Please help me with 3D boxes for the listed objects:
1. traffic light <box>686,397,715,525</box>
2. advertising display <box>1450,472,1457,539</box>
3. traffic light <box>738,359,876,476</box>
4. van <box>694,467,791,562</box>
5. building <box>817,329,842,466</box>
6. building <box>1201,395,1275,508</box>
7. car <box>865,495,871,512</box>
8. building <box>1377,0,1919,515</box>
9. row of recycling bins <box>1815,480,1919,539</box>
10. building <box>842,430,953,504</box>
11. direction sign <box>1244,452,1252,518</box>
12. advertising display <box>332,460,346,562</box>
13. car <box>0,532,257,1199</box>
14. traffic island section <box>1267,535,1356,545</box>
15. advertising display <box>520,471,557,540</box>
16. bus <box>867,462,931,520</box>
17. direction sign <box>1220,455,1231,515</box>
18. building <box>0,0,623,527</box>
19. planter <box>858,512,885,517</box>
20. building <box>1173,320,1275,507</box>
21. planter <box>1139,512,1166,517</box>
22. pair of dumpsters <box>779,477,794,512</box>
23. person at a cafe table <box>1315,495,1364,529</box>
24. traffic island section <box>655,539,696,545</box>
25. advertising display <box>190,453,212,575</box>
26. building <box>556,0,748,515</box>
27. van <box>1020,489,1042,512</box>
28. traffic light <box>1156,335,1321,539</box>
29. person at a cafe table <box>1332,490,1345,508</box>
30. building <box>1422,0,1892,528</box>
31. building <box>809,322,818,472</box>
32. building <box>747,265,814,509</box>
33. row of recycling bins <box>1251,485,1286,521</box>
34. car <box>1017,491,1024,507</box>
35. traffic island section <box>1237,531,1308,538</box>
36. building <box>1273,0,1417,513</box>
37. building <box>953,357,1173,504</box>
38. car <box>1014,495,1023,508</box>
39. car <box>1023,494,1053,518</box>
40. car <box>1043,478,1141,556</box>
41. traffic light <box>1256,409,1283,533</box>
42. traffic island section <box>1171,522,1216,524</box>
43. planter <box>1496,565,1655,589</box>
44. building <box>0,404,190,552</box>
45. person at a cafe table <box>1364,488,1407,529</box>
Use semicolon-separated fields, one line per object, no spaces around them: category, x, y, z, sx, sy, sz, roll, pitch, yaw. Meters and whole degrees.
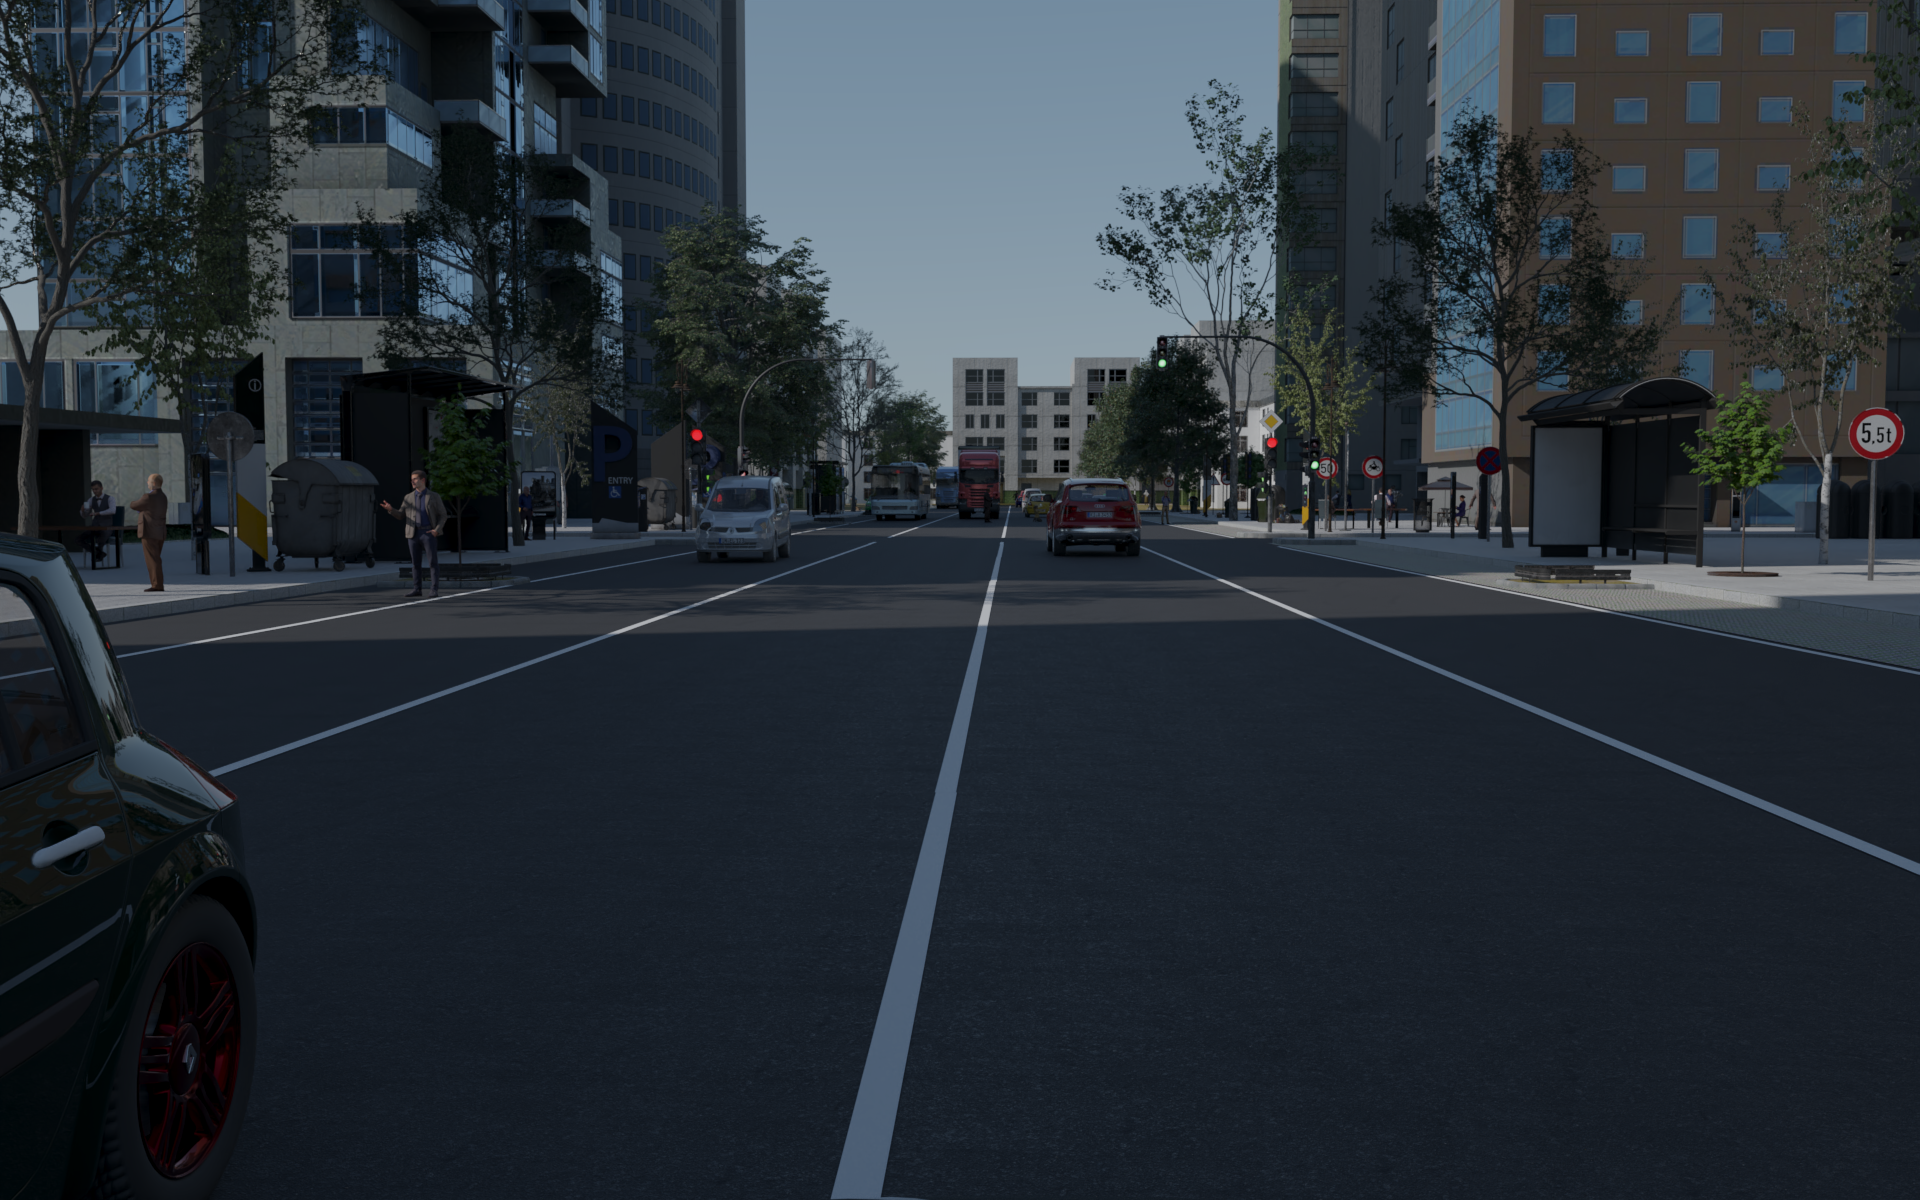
traffic light;-7.541;-3.748;50.194;0.839;4.253;0.868;0;4;2
advertising display;14.277;-2.749;50.160;0.123;1.923;0.974;1;4;13
traffic light;-5.204;-5.106;58.147;4.771;5.953;1.251;0;4;2
van;-4.690;-1.882;37.787;2.013;2.044;4.112;0;4;1
building;-29.768;-20.039;194.094;31.486;18.905;16.747;0;4;2
building;27.535;-13.039;155.328;9.099;9.664;28.070;0;4;2
car;-5.435;-6.640;117.364;1.959;1.807;4.718;0;4;2
building;38.536;-30.730;91.673;28.713;52.752;27.495;0;4;2
row of recycling bins;26.462;-2.609;49.764;3.534;1.692;1.069;0;4;-2
building;-14.828;-17.632;230.435;28.070;9.664;9.099;0;4;2
direction sign;15.417;-6.161;92.724;0.379;3.537;0.876;-1;4;-12
advertising display;-11.830;-1.715;33.253;0.123;1.923;0.974;0;4;7
car;-2.352;0.475;2.026;2.009;1.686;4.222;0;4;0
traffic island section;10.112;-1.682;49.786;2.009;0.180;2.903;0;4;2
advertising display;-11.778;-2.641;48.393;0.974;1.923;0.123;-1;4;-22
bus;-3.271;-6.278;97.509;2.948;3.499;13.247;0;4;2
direction sign;16.493;-7.126;108.514;0.379;3.537;0.876;-1;4;-14
building;-28.474;-46.899;79.476;22.319;86.520;31.000;0;4;2
planter;-5.426;-5.440;110.086;1.991;0.319;1.994;0;4;2
building;32.935;-19.459;184.617;16.747;18.905;31.486;0;4;2
planter;11.929;-5.403;109.482;1.991;0.319;1.994;0;4;2
pair of dumpsters;-10.066;-5.621;94.402;1.574;2.255;4.437;0;4;2
person at a cafe table;13.596;-3.201;63.199;1.698;1.238;1.726;2;4;35
traffic island section;-7.581;-1.716;50.330;2.009;0.180;2.903;0;4;2
advertising display;-12.108;-1.372;27.646;0.123;1.923;0.974;-2;4;-33
building;-26.201;-34.732;109.872;21.231;58.520;28.212;0;4;2
van;5.801;-8.037;138.419;2.013;2.044;4.112;0;4;2
traffic light;7.978;-4.583;49.596;4.771;5.953;1.251;0;4;2
person at a cafe table;23.993;-6.271;111.053;1.698;1.524;1.622;-2;4;-29
building;28.106;-25.774;71.518;14.200;45.320;14.600;0;4;2
building;-22.107;-19.279;171.625;16.016;20.091;11.380;0;4;2
building;-22.796;-17.335;149.882;16.747;18.905;31.486;0;4;2
row of recycling bins;14.636;-4.613;82.540;1.069;1.692;3.534;0;4;-6
car;7.438;-11.146;190.906;2.281;1.827;5.304;0;4;0
traffic island section;10.356;-2.170;57.768;2.009;0.180;2.903;0;4;2
building;29.015;-26.757;121.065;14.154;41.232;14.086;0;4;2
building;15.034;-22.384;232.430;31.486;18.905;16.747;0;4;2
car;6.801;-10.593;185.773;1.945;1.354;3.894;0;4;1
car;4.897;-5.920;107.022;2.015;1.641;3.980;0;3;0
car;3.167;-2.018;41.665;2.281;1.827;5.304;0;4;0
traffic light;10.316;-4.204;57.655;0.839;4.253;0.868;0;4;2
traffic island section;11.111;-3.651;82.557;1.991;0.108;1.994;0;4;2
planter;9.410;-0.349;26.838;1.991;0.319;1.994;0;4;2
building;-32.811;-22.909;29.180;28.867;44.769;22.147;0;4;2
person at a cafe table;15.789;-3.439;64.738;1.698;1.524;1.622;1;4;18
